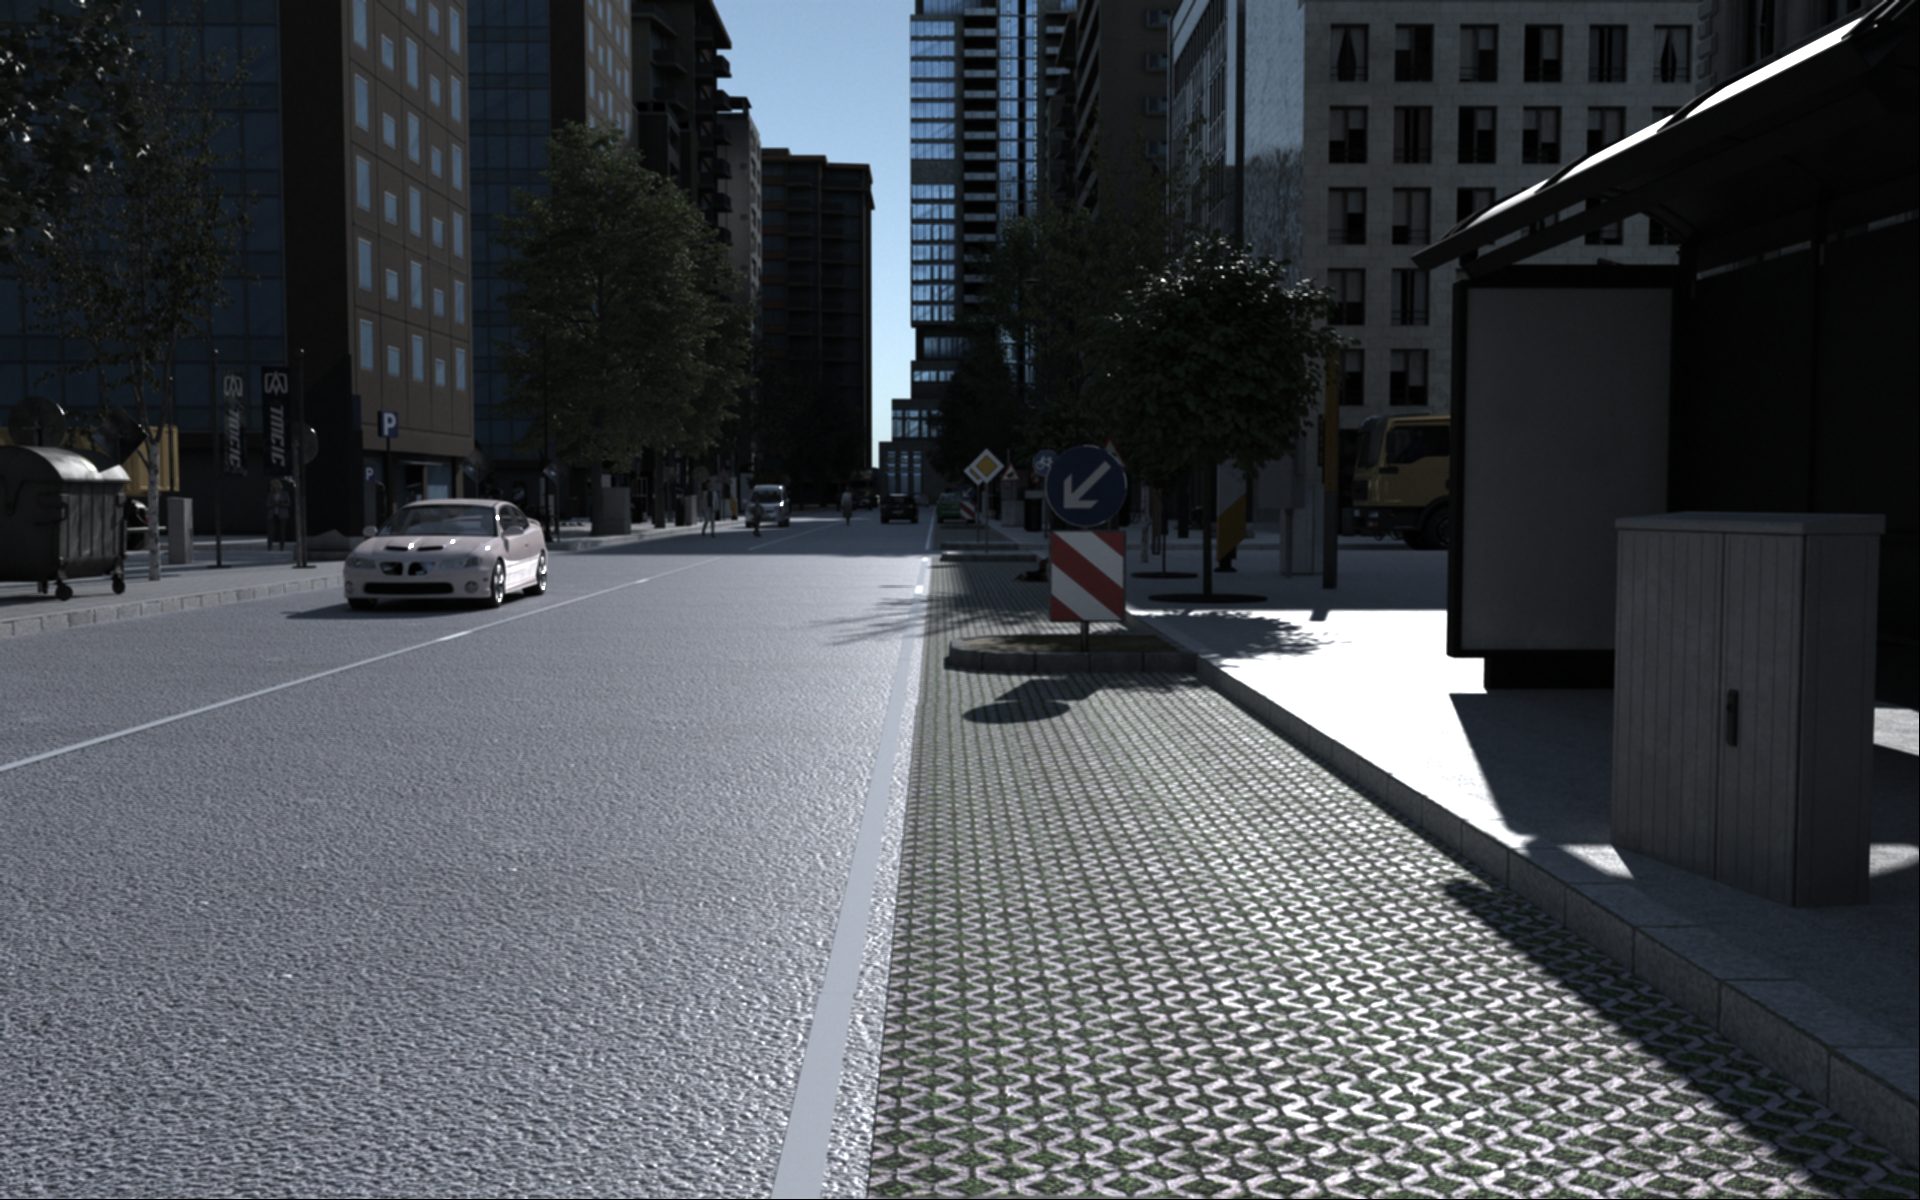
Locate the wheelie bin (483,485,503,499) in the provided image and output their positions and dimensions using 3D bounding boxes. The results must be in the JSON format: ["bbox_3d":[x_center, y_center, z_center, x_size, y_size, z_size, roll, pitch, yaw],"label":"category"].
[{"bbox_3d":[-16.428,-3.245,60.962,0.693,1.594,0.980,-1,4,-20],"label":"wheelie bin"}]

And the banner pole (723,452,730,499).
[{"bbox_3d":[-14.075,-6.996,104.407,0.401,3.779,0.863,2,4,35],"label":"banner pole"}]

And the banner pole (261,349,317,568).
[{"bbox_3d":[-11.603,-2.439,29.897,0.863,3.779,0.401,-2,4,-28],"label":"banner pole"}]

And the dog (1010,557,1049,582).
[{"bbox_3d":[1.209,-0.491,28.225,0.550,0.427,0.748,-3,5,-40],"label":"dog"}]

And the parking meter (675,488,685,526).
[{"bbox_3d":[-11.229,-3.728,69.371,0.372,1.533,0.369,0,3,0],"label":"parking meter"}]

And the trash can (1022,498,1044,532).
[{"bbox_3d":[2.497,-2.906,59.174,0.748,1.137,0.748,0,3,0],"label":"trash can"}]

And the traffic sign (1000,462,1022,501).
[{"bbox_3d":[2.058,-4.286,70.075,0.884,2.594,0.081,0,4,1],"label":"traffic sign"}]

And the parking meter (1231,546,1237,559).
[{"bbox_3d":[5.291,-1.582,34.276,0.372,1.533,0.369,0,3,0],"label":"parking meter"}]

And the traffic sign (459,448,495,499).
[{"bbox_3d":[-10.465,-2.074,37.554,0.795,2.450,0.064,0,4,-1],"label":"traffic sign"}]

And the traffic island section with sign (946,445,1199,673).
[{"bbox_3d":[0.902,-0.374,14.747,1.989,1.847,2.006,0,4,-1],"label":"traffic island section with sign"}]

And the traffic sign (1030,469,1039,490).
[{"bbox_3d":[3.816,-5.207,85.239,0.768,2.556,0.104,0,4,7],"label":"traffic sign"}]

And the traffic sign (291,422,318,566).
[{"bbox_3d":[-11.745,-1.871,30.699,0.768,2.556,0.104,0,4,5],"label":"traffic sign"}]

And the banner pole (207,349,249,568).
[{"bbox_3d":[-12.810,-2.464,30.296,0.401,3.779,0.863,2,4,29],"label":"banner pole"}]

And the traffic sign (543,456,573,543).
[{"bbox_3d":[-10.567,-2.562,45.538,0.795,2.450,0.064,0,4,-1],"label":"traffic sign"}]

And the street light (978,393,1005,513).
[{"bbox_3d":[1.493,-6.516,79.073,1.470,5.913,1.316,0,4,-1],"label":"street light"}]

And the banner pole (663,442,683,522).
[{"bbox_3d":[-13.529,-5.649,82.371,0.863,3.779,0.401,2,4,28],"label":"banner pole"}]

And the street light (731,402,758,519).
[{"bbox_3d":[-10.876,-7.031,87.491,1.470,5.913,1.316,0,4,-1],"label":"street light"}]

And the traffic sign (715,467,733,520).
[{"bbox_3d":[-11.507,-5.157,84.315,0.884,2.594,0.081,0,4,2],"label":"traffic sign"}]

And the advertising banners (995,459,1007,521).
[{"bbox_3d":[2.020,-5.406,84.575,0.090,3.025,2.074,1,4,16],"label":"advertising banners"}]

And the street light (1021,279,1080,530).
[{"bbox_3d":[2.014,-3.982,37.643,1.470,5.913,1.316,0,4,-1],"label":"street light"}]

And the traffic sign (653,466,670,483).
[{"bbox_3d":[-13.265,-4.707,77.062,0.768,2.556,0.104,0,4,4],"label":"traffic sign"}]

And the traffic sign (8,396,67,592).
[{"bbox_3d":[-12.005,-1.372,22.545,0.768,2.556,0.104,0,4,2],"label":"traffic sign"}]

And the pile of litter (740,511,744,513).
[{"bbox_3d":[-15.139,-6.475,119.824,1.176,0.858,1.719,1,4,22],"label":"pile of litter"}]

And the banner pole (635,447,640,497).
[{"bbox_3d":[-15.085,-5.566,81.022,0.401,3.779,0.863,-2,4,-29],"label":"banner pole"}]

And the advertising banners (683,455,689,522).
[{"bbox_3d":[-12.575,-5.055,78.830,0.090,3.025,2.074,-1,4,-21],"label":"advertising banners"}]

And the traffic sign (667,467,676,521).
[{"bbox_3d":[-13.506,-4.897,80.173,0.768,2.556,0.104,0,4,5],"label":"traffic sign"}]

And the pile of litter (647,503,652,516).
[{"bbox_3d":[-18.080,-5.344,101.335,1.176,0.858,1.719,0,4,-6],"label":"pile of litter"}]

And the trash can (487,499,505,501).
[{"bbox_3d":[-13.833,-2.420,51.227,0.748,1.137,0.748,0,3,0],"label":"trash can"}]

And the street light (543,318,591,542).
[{"bbox_3d":[-10.449,-4.489,45.941,1.470,5.913,1.316,0,4,-1],"label":"street light"}]

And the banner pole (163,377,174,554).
[{"bbox_3d":[-16.810,-2.869,36.921,0.401,3.779,0.863,-2,4,-25],"label":"banner pole"}]

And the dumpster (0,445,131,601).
[{"bbox_3d":[-11.288,-0.960,21.453,1.264,1.857,1.865,0,4,-1],"label":"dumpster"}]

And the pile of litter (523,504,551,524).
[{"bbox_3d":[-18.382,-3.692,74.321,1.719,0.858,1.176,0,4,4],"label":"pile of litter"}]

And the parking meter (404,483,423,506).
[{"bbox_3d":[-11.943,-1.804,37.898,0.372,1.533,0.369,0,3,0],"label":"parking meter"}]

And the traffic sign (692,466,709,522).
[{"bbox_3d":[-11.722,-4.783,78.307,0.768,2.556,0.104,0,4,1],"label":"traffic sign"}]

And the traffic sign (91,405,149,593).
[{"bbox_3d":[-10.907,-1.303,22.496,0.795,2.450,0.064,0,4,7],"label":"traffic sign"}]

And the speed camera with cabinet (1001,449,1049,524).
[{"bbox_3d":[2.835,-4.979,75.742,2.038,3.252,0.660,1,4,10],"label":"speed camera with cabinet"}]

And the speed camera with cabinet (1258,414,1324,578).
[{"bbox_3d":[5.282,-2.013,27.241,0.660,3.252,2.038,2,4,29],"label":"speed camera with cabinet"}]

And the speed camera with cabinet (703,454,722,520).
[{"bbox_3d":[-12.407,-5.650,86.707,0.660,3.252,2.038,-1,4,-20],"label":"speed camera with cabinet"}]

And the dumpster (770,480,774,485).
[{"bbox_3d":[-13.465,-7.179,119.867,1.502,2.255,1.985,0,4,-1],"label":"dumpster"}]

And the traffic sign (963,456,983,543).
[{"bbox_3d":[0.476,-2.570,45.659,0.795,2.450,0.064,0,4,-1],"label":"traffic sign"}]

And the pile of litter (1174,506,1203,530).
[{"bbox_3d":[8.393,-2.973,62.578,1.176,0.858,1.719,-1,4,-13],"label":"pile of litter"}]

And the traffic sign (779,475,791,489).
[{"bbox_3d":[-11.563,-6.994,114.465,0.768,2.556,0.104,0,4,1],"label":"traffic sign"}]

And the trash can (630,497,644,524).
[{"bbox_3d":[-14.154,-3.914,75.645,0.748,1.137,0.748,0,3,0],"label":"trash can"}]

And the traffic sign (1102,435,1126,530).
[{"bbox_3d":[3.281,-2.324,38.003,0.884,2.594,0.081,0,4,3],"label":"traffic sign"}]

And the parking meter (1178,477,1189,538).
[{"bbox_3d":[6.530,-2.746,50.603,0.255,1.863,0.399,1,4,19],"label":"parking meter"}]

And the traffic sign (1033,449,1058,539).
[{"bbox_3d":[2.460,-3.016,49.422,0.768,2.556,0.104,0,4,3],"label":"traffic sign"}]

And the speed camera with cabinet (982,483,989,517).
[{"bbox_3d":[1.628,-6.347,98.105,0.660,3.252,2.038,0,4,7],"label":"speed camera with cabinet"}]

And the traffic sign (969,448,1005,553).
[{"bbox_3d":[0.578,-2.081,37.675,0.795,2.450,0.064,0,4,-1],"label":"traffic sign"}]

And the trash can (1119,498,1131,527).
[{"bbox_3d":[6.362,-3.452,68.101,0.748,1.137,0.748,0,3,0],"label":"trash can"}]

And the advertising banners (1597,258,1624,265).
[{"bbox_3d":[4.383,-0.999,12.515,0.090,3.025,2.074,3,5,41],"label":"advertising banners"}]

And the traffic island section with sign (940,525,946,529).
[{"bbox_3d":[0.177,-3.820,71.078,1.989,1.847,2.006,0,4,-1],"label":"traffic island section with sign"}]
